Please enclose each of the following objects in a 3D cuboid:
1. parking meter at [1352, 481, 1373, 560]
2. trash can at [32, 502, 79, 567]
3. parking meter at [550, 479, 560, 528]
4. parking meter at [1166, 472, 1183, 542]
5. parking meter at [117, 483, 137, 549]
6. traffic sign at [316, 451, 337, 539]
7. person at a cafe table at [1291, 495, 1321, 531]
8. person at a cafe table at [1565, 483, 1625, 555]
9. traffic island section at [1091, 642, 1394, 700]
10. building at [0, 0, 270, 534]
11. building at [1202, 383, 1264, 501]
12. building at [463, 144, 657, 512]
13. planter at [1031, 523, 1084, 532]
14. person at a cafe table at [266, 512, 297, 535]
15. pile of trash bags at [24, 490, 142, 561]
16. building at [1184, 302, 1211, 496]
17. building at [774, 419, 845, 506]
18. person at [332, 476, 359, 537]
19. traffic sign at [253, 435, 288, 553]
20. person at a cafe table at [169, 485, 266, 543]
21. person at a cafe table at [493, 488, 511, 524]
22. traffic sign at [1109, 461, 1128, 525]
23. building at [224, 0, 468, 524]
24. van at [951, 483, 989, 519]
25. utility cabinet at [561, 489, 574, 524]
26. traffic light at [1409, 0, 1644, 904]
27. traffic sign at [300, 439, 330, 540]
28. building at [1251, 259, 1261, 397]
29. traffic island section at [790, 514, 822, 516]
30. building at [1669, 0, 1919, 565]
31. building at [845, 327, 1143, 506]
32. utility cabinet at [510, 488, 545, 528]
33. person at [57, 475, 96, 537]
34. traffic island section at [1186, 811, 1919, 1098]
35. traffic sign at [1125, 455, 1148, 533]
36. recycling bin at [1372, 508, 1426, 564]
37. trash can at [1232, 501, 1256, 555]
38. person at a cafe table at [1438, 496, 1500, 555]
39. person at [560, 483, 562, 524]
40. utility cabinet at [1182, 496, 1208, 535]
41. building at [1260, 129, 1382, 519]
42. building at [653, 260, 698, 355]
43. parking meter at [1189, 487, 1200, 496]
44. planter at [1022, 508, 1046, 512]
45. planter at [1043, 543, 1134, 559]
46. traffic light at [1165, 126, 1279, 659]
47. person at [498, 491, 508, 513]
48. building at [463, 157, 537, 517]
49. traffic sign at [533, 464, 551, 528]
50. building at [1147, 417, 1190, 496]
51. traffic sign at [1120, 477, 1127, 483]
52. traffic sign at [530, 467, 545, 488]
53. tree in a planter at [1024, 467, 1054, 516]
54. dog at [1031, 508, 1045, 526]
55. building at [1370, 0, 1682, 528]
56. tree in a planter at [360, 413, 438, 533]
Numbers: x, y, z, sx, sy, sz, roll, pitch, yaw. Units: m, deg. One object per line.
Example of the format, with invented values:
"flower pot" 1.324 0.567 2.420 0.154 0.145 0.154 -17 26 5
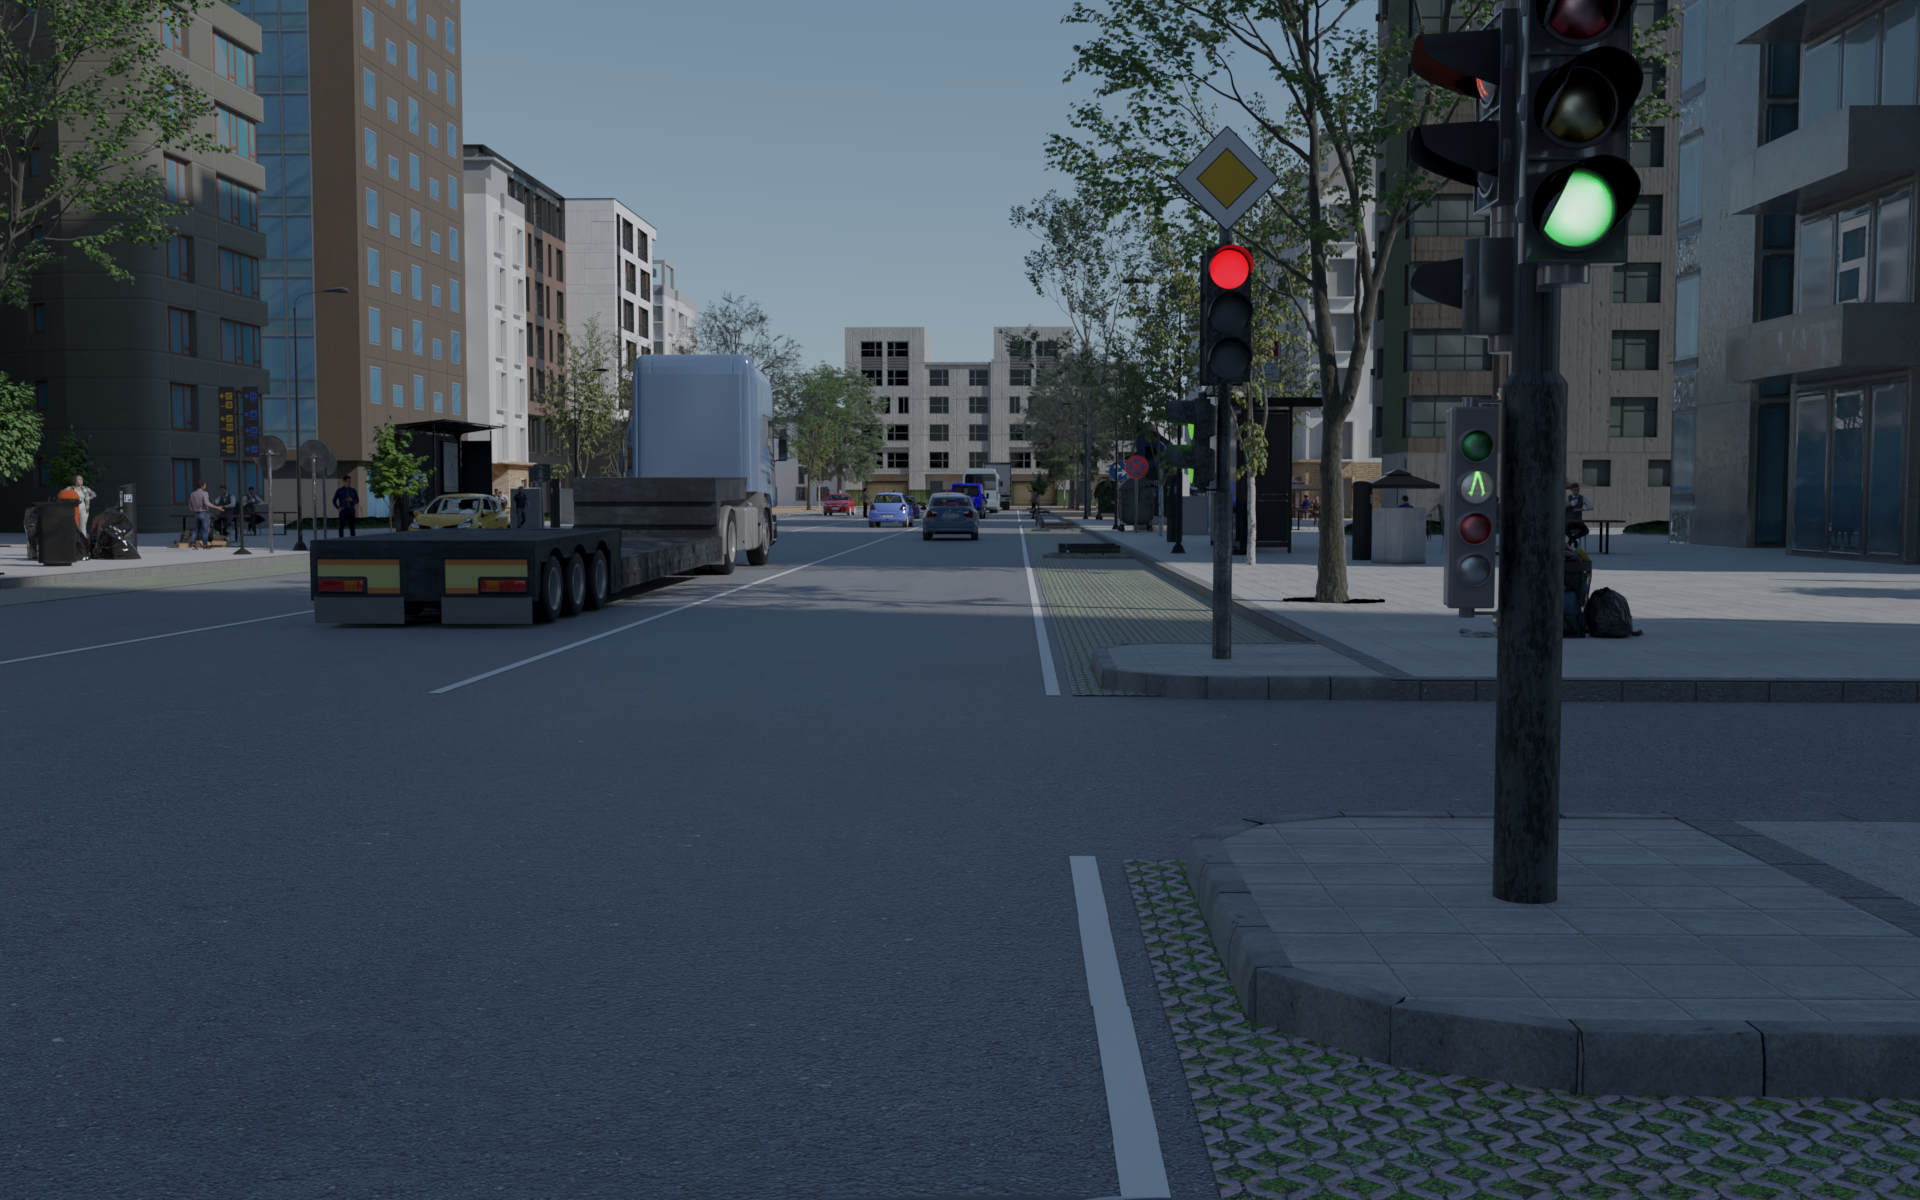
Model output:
"parking meter" 7.810 -1.542 33.629 0.372 1.533 0.369 0 3 0
"trash can" -16.056 -1.170 30.785 0.748 1.137 0.748 0 3 0
"parking meter" -15.345 -3.663 65.604 0.255 1.863 0.399 -3 5 -39
"parking meter" 5.708 -2.473 46.146 0.399 1.863 0.255 -1 4 -20
"parking meter" -18.602 -1.852 38.689 0.372 1.533 0.369 0 3 0
"traffic sign" -18.170 -3.022 49.508 0.768 2.556 0.104 0 4 8
"person at a cafe table" 12.556 -3.108 61.682 1.698 1.238 1.726 2 4 31
"person at a cafe table" 13.337 -1.770 37.449 1.698 1.524 1.622 1 4 10
"traffic island section" 2.064 0.536 13.517 2.009 0.180 2.903 0 4 2
"building" -40.049 -12.559 50.382 27.650 21.520 28.899 0 4 2
"building" 23.817 -11.335 127.482 9.099 9.664 28.070 0 4 2
"building" -37.781 -16.763 118.057 27.936 21.610 32.646 0 4 2
"planter" 3.728 -2.772 66.459 1.991 0.319 1.994 0 4 2
"person at a cafe table" -21.953 -2.789 54.115 1.622 1.524 1.698 3 4 36
"pile of trash bags" -17.647 -1.521 34.620 1.912 1.369 3.447 -2 4 -34
"building" 27.393 -17.805 147.529 16.016 20.091 11.380 0 4 2
"building" -26.165 -15.096 188.961 28.070 9.664 9.099 0 4 2
"person" -15.089 -2.197 42.666 0.576 1.737 0.504 -3 5 -44
"traffic sign" -14.909 -2.283 37.436 0.768 2.556 0.104 0 4 2
"person at a cafe table" -19.767 -2.297 46.072 1.698 1.524 1.622 1 4 8
"person at a cafe table" -19.315 -3.921 72.624 1.698 1.524 1.622 -3 4 -38
"traffic sign" 6.156 -4.105 67.215 0.768 2.556 0.104 1 4 9
"building" -31.804 -26.226 78.905 14.600 45.320 14.200 0 4 2
"van" 0.487 -5.870 100.363 2.240 2.365 5.245 0 4 4
"utility cabinet" -16.236 -3.904 72.502 1.173 1.500 0.318 3 5 43
"traffic light" -0.321 -1.876 5.347 4.771 5.953 1.251 0 4 2
"traffic sign" -15.064 -2.464 40.398 0.768 2.556 0.104 0 4 4
"building" 26.197 -15.350 107.390 16.016 20.091 11.380 0 4 2
"traffic island section" -10.264 -5.691 115.917 1.991 0.108 1.994 0 4 2
"building" 31.181 -25.349 34.071 30.456 49.044 23.786 0 4 2
"building" 3.818 -19.881 191.505 31.486 18.905 16.747 0 4 2
"utility cabinet" -15.124 -3.170 60.513 1.173 1.500 0.318 1 4 18
"person" -20.914 -2.098 41.066 0.841 1.734 0.376 -2 4 -34
"traffic island section" 1.812 1.024 5.536 2.009 0.180 2.903 0 4 2
"traffic sign" 5.767 -3.457 56.630 0.768 2.556 0.104 0 4 6
"recycling bin" 8.120 -1.192 32.042 0.722 1.027 0.722 -2 4 -34
"trash can" 5.861 -1.522 36.530 0.748 1.137 0.748 0 3 0
"person at a cafe table" 11.122 -1.598 36.990 1.726 1.238 1.698 2 4 30
"person" -17.083 -4.119 73.509 0.598 1.807 0.434 0 4 1
"utility cabinet" 7.306 -2.626 54.093 1.020 1.237 0.306 0 4 -6
"building" 25.615 -14.628 95.593 16.016 20.091 11.380 0 4 2
"building" -28.737 -17.757 146.752 11.380 20.091 16.016 0 4 2
"parking meter" 8.152 -3.167 60.186 0.372 1.533 0.369 0 3 0
"planter" 6.123 -7.405 142.211 1.991 0.319 1.994 0 4 2
"planter" 2.862 -1.093 39.006 1.991 0.319 1.994 0 4 2
"traffic light" 2.025 -1.497 13.404 0.839 4.253 0.868 0 4 2
"person" -22.228 -4.575 84.026 0.628 1.438 0.799 -2 4 -24
"building" -32.689 -14.627 95.571 16.016 20.091 11.380 0 4 2
"traffic sign" -14.202 -3.470 58.863 0.606 2.300 0.079 0 4 5
"building" 34.273 -14.968 186.881 28.070 9.664 9.099 0 4 2
"traffic sign" 7.769 -5.040 82.513 0.768 2.556 0.104 1 4 10
"traffic sign" -15.725 -3.814 64.483 0.606 2.300 0.079 1 4 11
"tree in a planter" 5.273 -7.215 115.191 1.991 3.239 1.994 0 4 2
"dog" 3.565 -3.711 77.507 0.513 0.831 0.800 -1 4 -20
"building" 24.268 -18.348 71.697 14.160 30.474 14.107 0 4 2
"tree in a planter" -12.702 -2.529 38.565 1.991 3.239 1.994 0 4 2
